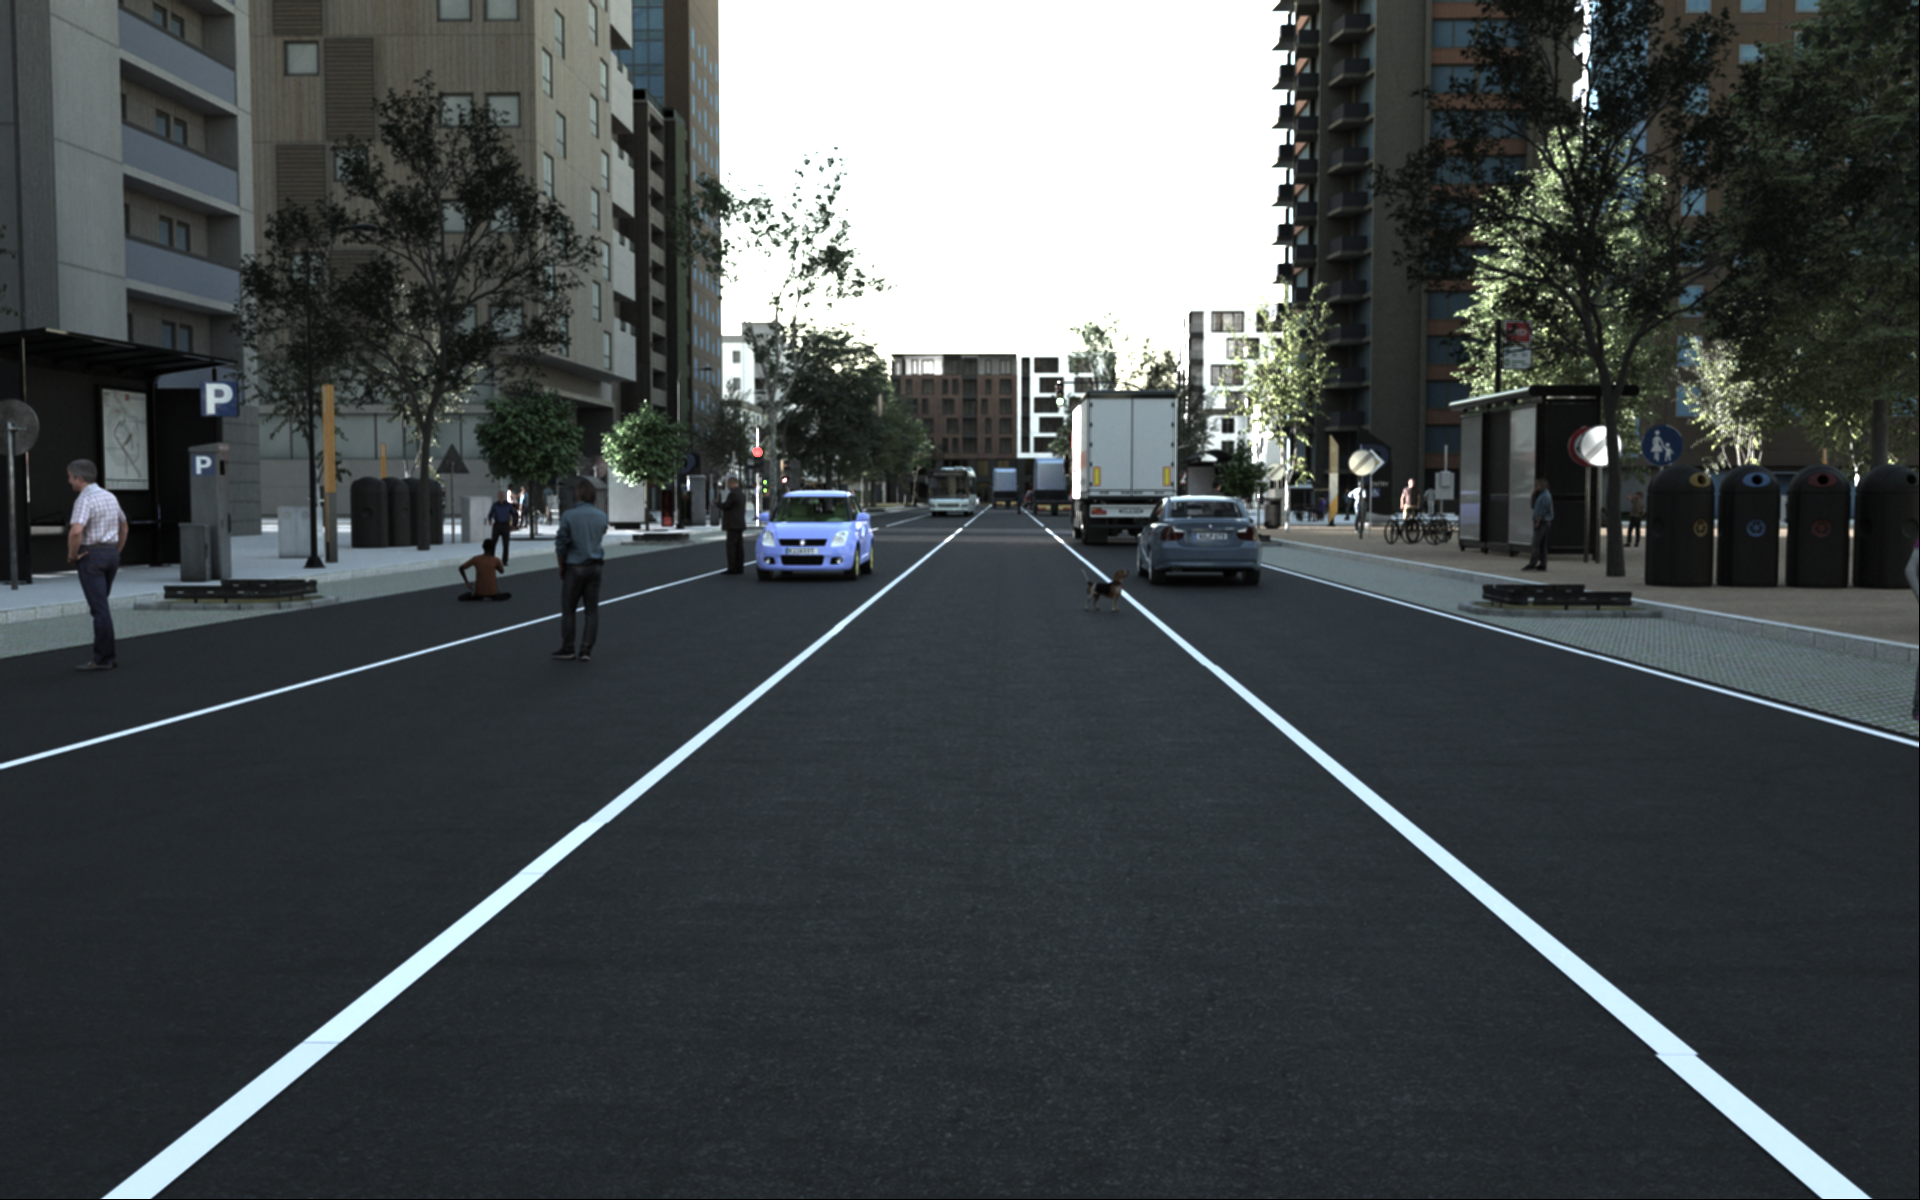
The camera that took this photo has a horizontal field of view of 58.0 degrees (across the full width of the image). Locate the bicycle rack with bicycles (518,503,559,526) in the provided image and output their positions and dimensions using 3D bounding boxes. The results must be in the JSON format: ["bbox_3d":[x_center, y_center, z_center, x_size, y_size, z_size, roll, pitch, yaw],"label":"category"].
[{"bbox_3d":[-17.348,-3.483,70.337,2.852,0.926,2.925,-2,4,-30],"label":"bicycle rack with bicycles"}]

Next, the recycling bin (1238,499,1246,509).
[{"bbox_3d":[13.964,-4.582,87.467,0.722,1.027,0.722,2,4,33],"label":"recycling bin"}]

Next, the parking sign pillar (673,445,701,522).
[{"bbox_3d":[-12.748,-5.646,80.786,1.447,3.967,1.447,2,4,23],"label":"parking sign pillar"}]

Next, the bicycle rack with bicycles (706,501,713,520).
[{"bbox_3d":[-12.275,-4.514,87.181,2.925,0.926,2.852,0,4,3],"label":"bicycle rack with bicycles"}]

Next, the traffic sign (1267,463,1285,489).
[{"bbox_3d":[12.728,-4.275,70.004,0.768,2.556,0.104,1,4,9],"label":"traffic sign"}]

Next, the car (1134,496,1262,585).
[{"bbox_3d":[3.922,-1.024,28.746,2.014,1.417,4.499,0,4,2],"label":"car"}]

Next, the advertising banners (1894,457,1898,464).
[{"bbox_3d":[41.892,-4.952,77.154,2.074,3.025,0.090,-3,5,-44],"label":"advertising banners"}]

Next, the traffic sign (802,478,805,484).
[{"bbox_3d":[-10.391,-6.766,112.756,0.606,2.300,0.079,0,4,2],"label":"traffic sign"}]

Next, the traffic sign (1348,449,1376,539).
[{"bbox_3d":[11.442,-3.011,49.338,0.768,2.556,0.104,1,4,9],"label":"traffic sign"}]

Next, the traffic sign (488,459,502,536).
[{"bbox_3d":[-14.148,-3.255,53.328,0.768,2.556,0.104,0,4,4],"label":"traffic sign"}]

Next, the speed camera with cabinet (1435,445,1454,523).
[{"bbox_3d":[20.263,-4.622,69.905,2.038,3.252,0.660,0,4,6],"label":"speed camera with cabinet"}]

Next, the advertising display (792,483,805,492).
[{"bbox_3d":[-9.716,-6.059,104.277,0.974,1.923,0.123,3,5,41],"label":"advertising display"}]

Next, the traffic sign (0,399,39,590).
[{"bbox_3d":[-12.684,-1.410,23.159,0.768,2.556,0.104,0,4,3],"label":"traffic sign"}]

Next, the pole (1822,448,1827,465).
[{"bbox_3d":[38.560,-5.103,77.278,0.158,3.312,0.155,0,3,0],"label":"pole"}]

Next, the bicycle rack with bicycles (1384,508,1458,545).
[{"bbox_3d":[12.176,-1.907,44.564,2.925,0.926,2.852,-1,4,-22],"label":"bicycle rack with bicycles"}]

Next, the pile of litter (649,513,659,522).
[{"bbox_3d":[-14.497,-3.939,78.361,1.719,0.858,1.176,0,3,0],"label":"pile of litter"}]

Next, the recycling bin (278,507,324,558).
[{"bbox_3d":[-13.284,-1.367,34.907,0.722,1.027,0.722,0,4,-7],"label":"recycling bin"}]

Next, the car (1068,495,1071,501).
[{"bbox_3d":[11.205,-10.736,187.541,2.014,1.417,4.499,0,4,0],"label":"car"}]

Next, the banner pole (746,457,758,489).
[{"bbox_3d":[-12.387,-6.961,103.833,0.863,3.779,0.401,-1,4,-13],"label":"banner pole"}]

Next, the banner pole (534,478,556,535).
[{"bbox_3d":[-13.120,-3.942,54.475,0.863,3.779,0.401,-1,4,-21],"label":"banner pole"}]

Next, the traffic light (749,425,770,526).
[{"bbox_3d":[-8.159,-4.983,70.397,0.839,4.253,0.868,0,4,1],"label":"traffic light"}]

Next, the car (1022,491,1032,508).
[{"bbox_3d":[7.831,-10.795,185.175,2.281,1.827,5.304,0,4,1],"label":"car"}]

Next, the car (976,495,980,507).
[{"bbox_3d":[1.276,-11.494,200.286,2.083,1.381,4.827,0,3,0],"label":"car"}]

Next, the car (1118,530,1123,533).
[{"bbox_3d":[5.181,-3.384,64.915,1.945,1.707,3.694,0,4,2],"label":"car"}]

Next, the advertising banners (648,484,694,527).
[{"bbox_3d":[-11.554,-4.422,68.494,2.074,3.025,0.090,0,4,7],"label":"advertising banners"}]

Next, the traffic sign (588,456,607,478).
[{"bbox_3d":[-12.065,-3.508,57.459,0.768,2.556,0.104,1,4,11],"label":"traffic sign"}]

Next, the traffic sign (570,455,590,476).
[{"bbox_3d":[-12.393,-3.437,56.299,0.768,2.556,0.104,0,4,5],"label":"traffic sign"}]

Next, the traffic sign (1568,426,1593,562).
[{"bbox_3d":[11.746,-1.976,32.420,0.768,2.556,0.104,0,4,6],"label":"traffic sign"}]

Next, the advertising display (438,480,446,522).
[{"bbox_3d":[-23.833,-4.528,79.246,0.123,1.923,0.974,1,4,11],"label":"advertising display"}]

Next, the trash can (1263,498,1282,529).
[{"bbox_3d":[11.616,-3.224,64.372,0.748,1.137,0.748,0,3,0],"label":"trash can"}]

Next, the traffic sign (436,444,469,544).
[{"bbox_3d":[-13.133,-2.742,44.833,0.884,2.594,0.081,0,4,4],"label":"traffic sign"}]

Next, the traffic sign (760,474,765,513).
[{"bbox_3d":[-11.921,-6.454,105.621,0.768,2.556,0.104,1,4,8],"label":"traffic sign"}]

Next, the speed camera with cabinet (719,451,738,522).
[{"bbox_3d":[-10.765,-5.260,80.329,0.660,3.252,2.038,-1,4,-15],"label":"speed camera with cabinet"}]

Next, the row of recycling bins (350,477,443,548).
[{"bbox_3d":[-13.834,-2.183,42.811,1.069,1.692,3.534,1,4,11],"label":"row of recycling bins"}]

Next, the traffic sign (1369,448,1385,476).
[{"bbox_3d":[11.881,-3.075,50.017,0.795,2.593,0.064,0,4,5],"label":"traffic sign"}]

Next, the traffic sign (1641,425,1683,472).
[{"bbox_3d":[12.915,-1.948,31.951,0.768,2.556,0.104,0,4,3],"label":"traffic sign"}]

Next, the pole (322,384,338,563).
[{"bbox_3d":[-11.762,-2.353,32.319,0.158,3.312,0.155,0,3,0],"label":"pole"}]

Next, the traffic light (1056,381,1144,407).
[{"bbox_3d":[6.244,-5.825,69.902,4.771,5.953,1.251,0,4,1],"label":"traffic light"}]

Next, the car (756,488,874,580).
[{"bbox_3d":[-2.476,-1.246,29.969,1.945,1.707,3.694,0,4,3],"label":"car"}]

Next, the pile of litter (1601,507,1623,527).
[{"bbox_3d":[25.167,-3.267,67.382,1.176,0.858,1.719,1,4,11],"label":"pile of litter"}]

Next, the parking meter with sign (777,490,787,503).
[{"bbox_3d":[-10.660,-6.615,104.421,0.543,3.016,1.738,0,4,7],"label":"parking meter with sign"}]

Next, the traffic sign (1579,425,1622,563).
[{"bbox_3d":[11.818,-1.952,32.026,0.768,2.556,0.104,1,4,9],"label":"traffic sign"}]

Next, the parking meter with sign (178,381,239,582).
[{"bbox_3d":[-11.294,-1.819,25.998,0.543,3.016,1.738,-1,4,-10],"label":"parking meter with sign"}]

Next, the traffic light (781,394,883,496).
[{"bbox_3d":[-5.860,-6.342,78.361,4.771,5.953,1.251,0,4,1],"label":"traffic light"}]

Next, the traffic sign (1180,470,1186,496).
[{"bbox_3d":[12.173,-5.712,93.395,0.884,2.594,0.081,0,4,2],"label":"traffic sign"}]

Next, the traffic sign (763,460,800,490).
[{"bbox_3d":[-10.632,-6.691,103.278,2.265,3.308,0.079,0,4,7],"label":"traffic sign"}]

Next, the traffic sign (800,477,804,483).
[{"bbox_3d":[-10.051,-6.584,107.649,0.884,2.594,0.081,0,4,3],"label":"traffic sign"}]

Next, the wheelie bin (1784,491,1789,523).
[{"bbox_3d":[37.018,-4.206,76.672,0.980,1.594,0.693,0,4,-7],"label":"wheelie bin"}]

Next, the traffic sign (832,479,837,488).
[{"bbox_3d":[-10.737,-8.887,145.311,0.884,2.594,0.081,0,4,7],"label":"traffic sign"}]

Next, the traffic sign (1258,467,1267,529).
[{"bbox_3d":[10.884,-3.729,63.091,0.606,2.300,0.079,1,4,9],"label":"traffic sign"}]

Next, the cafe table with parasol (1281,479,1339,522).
[{"bbox_3d":[16.352,-4.655,80.974,2.610,1.966,2.610,1,4,15],"label":"cafe table with parasol"}]

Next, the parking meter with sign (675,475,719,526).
[{"bbox_3d":[-10.564,-4.484,69.573,1.738,3.016,0.543,-1,4,-17],"label":"parking meter with sign"}]

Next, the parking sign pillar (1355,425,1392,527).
[{"bbox_3d":[16.159,-4.836,67.540,1.447,3.967,1.447,0,4,1],"label":"parking sign pillar"}]

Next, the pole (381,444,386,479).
[{"bbox_3d":[-23.254,-4.653,69.915,0.158,3.312,0.155,0,3,0],"label":"pole"}]

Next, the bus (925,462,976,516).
[{"bbox_3d":[-0.462,-7.311,114.395,2.948,3.499,13.247,0,4,3],"label":"bus"}]

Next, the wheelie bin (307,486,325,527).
[{"bbox_3d":[-25.206,-3.692,68.264,0.980,1.594,0.693,-2,4,-30],"label":"wheelie bin"}]

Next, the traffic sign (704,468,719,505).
[{"bbox_3d":[-12.012,-5.114,83.726,0.768,2.556,0.104,1,4,10],"label":"traffic sign"}]
